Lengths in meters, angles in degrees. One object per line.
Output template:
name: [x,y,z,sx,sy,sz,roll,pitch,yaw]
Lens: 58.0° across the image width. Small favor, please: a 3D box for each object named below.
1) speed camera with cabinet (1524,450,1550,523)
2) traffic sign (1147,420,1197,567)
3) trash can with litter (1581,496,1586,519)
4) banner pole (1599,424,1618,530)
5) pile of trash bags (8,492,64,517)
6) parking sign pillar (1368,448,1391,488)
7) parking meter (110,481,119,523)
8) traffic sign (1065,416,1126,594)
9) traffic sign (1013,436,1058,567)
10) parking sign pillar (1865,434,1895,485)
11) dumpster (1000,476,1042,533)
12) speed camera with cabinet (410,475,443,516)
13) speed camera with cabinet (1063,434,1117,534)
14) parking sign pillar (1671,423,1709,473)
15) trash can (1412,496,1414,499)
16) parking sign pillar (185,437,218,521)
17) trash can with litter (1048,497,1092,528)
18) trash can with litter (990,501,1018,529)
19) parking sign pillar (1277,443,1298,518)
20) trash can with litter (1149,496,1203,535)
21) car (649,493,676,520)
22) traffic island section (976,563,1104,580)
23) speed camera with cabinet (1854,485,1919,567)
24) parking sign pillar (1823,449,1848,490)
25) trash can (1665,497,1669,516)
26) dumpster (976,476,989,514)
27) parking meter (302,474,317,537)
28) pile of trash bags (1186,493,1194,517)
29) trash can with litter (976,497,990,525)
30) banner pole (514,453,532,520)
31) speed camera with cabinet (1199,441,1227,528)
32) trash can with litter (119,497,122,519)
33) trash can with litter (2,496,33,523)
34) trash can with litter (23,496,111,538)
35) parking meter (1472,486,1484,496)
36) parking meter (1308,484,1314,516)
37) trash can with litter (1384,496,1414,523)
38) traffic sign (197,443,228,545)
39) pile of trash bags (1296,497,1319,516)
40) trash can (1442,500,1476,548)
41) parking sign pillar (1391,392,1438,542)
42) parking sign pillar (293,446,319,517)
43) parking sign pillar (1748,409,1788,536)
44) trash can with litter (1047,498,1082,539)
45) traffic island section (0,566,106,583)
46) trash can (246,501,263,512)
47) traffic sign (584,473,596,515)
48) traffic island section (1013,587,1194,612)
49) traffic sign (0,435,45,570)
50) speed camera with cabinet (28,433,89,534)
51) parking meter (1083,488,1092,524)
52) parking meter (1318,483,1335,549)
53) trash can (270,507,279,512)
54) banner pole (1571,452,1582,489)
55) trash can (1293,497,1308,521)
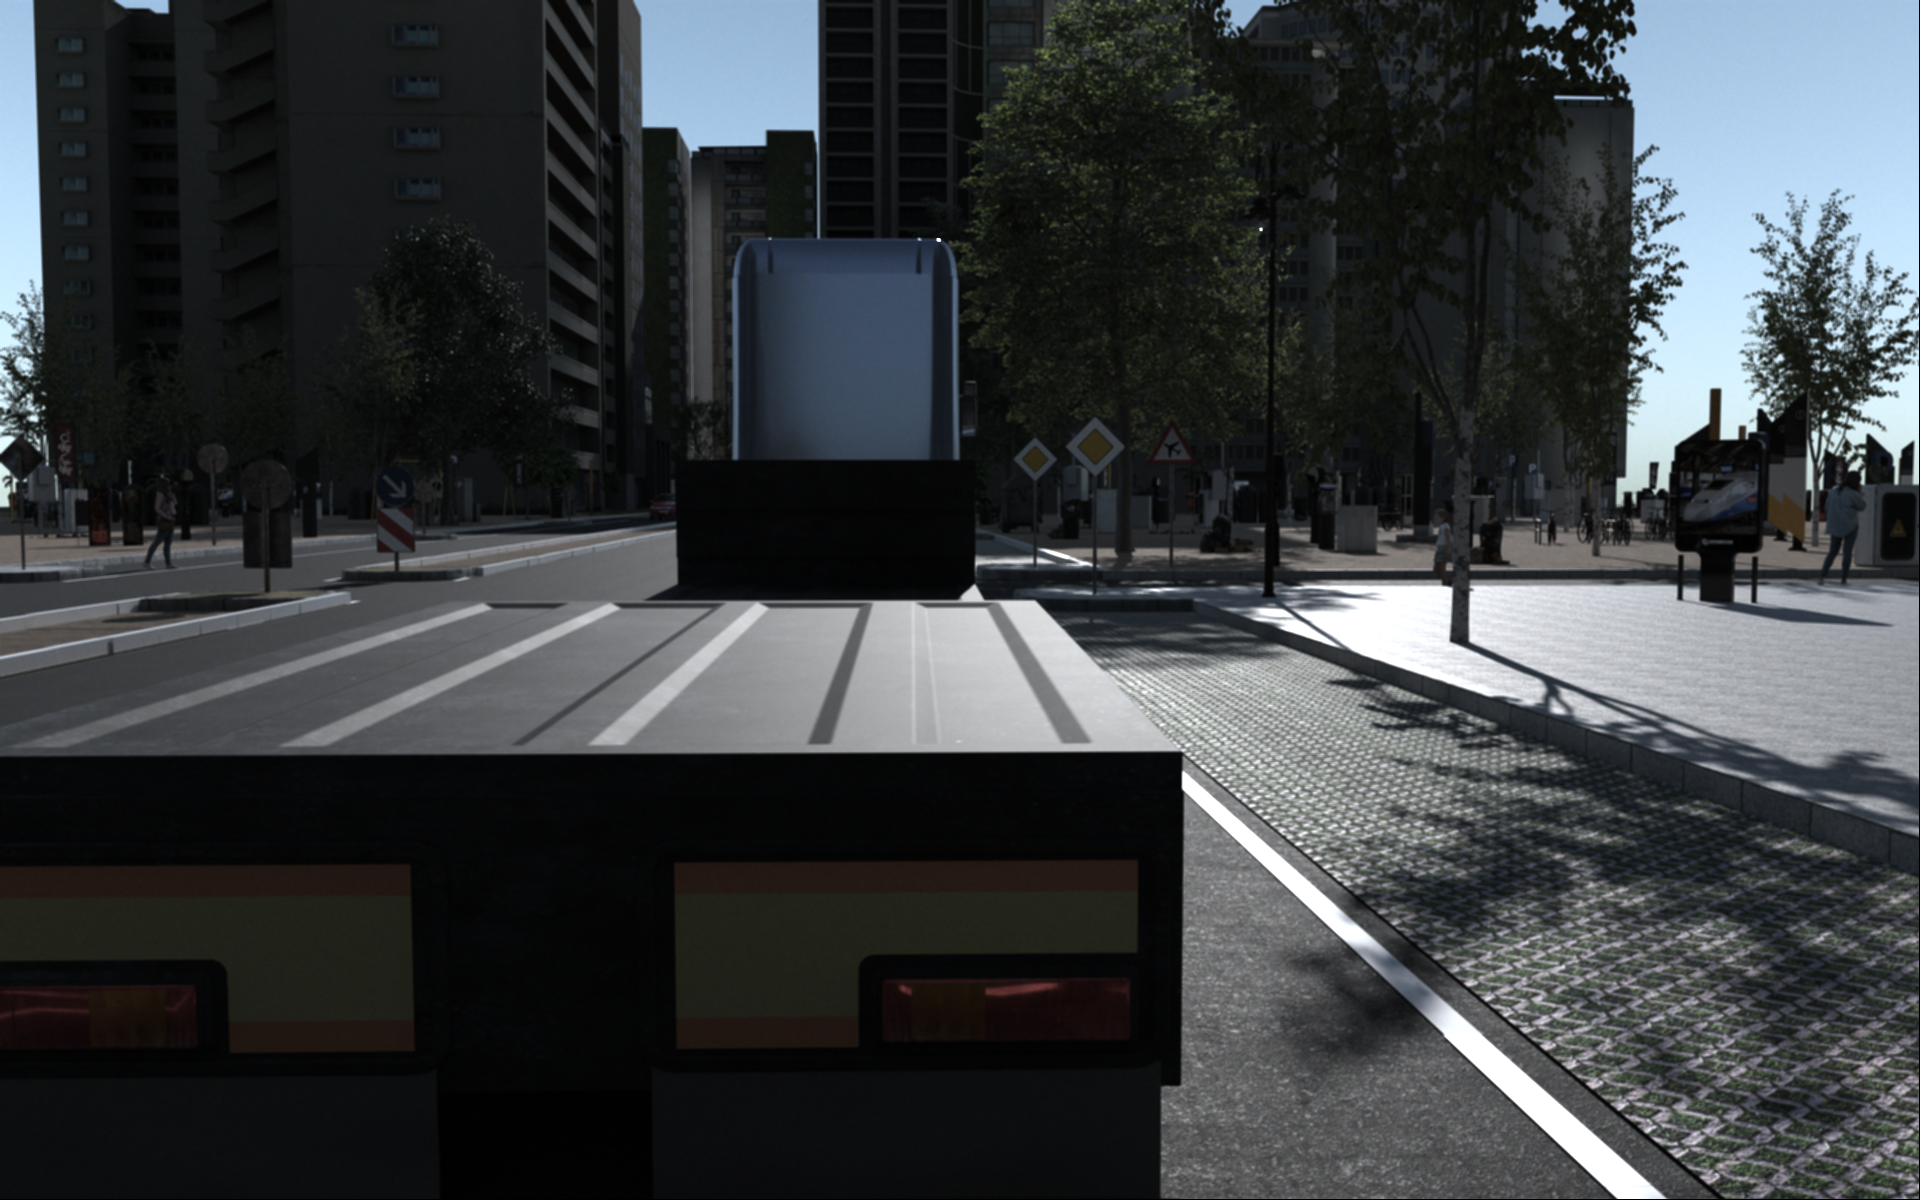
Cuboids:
speed camera with cabinet: [26.404,-5.134,78.271,2.038,3.252,0.660,-2,4,-32]
traffic sign: [3.732,-1.868,30.540,0.884,2.594,0.081,0,4,0]
trash can with litter: [31.847,-4.704,88.290,0.624,1.170,1.055,0,4,5]
banner pole: [22.978,-4.380,61.637,0.863,3.779,0.401,0,4,-7]
pile of trash bags: [-51.290,-5.257,95.700,3.447,1.369,1.912,1,4,22]
parking sign pillar: [23.244,-6.561,95.740,1.447,3.967,1.447,0,4,-5]
parking meter: [-38.156,-4.433,78.197,0.255,1.863,0.399,-3,5,-40]
traffic sign: [1.735,-1.141,22.291,0.795,2.450,0.064,0,4,-3]
traffic sign: [1.311,-1.628,30.264,0.795,2.450,0.064,0,4,-3]
parking sign pillar: [41.213,-5.451,77.602,1.447,3.967,1.447,-1,4,-20]
dumpster: [2.025,-3.143,57.147,1.264,1.857,1.865,0,4,-3]
speed camera with cabinet: [-30.954,-6.462,99.993,2.038,3.252,0.660,-1,4,-20]
speed camera with cabinet: [4.397,-3.800,56.464,2.038,3.252,0.660,2,4,29]
parking sign pillar: [27.676,-4.719,65.630,1.447,3.967,1.447,0,4,-1]
trash can: [27.529,-5.695,104.763,0.748,1.137,0.748,0,3,0]
parking sign pillar: [-35.942,-5.719,81.971,1.447,3.967,1.447,3,5,40]
trash can with litter: [4.390,-3.313,65.224,2.233,1.210,1.678,2,4,35]
trash can with litter: [1.713,-3.155,62.967,0.624,1.170,1.055,-2,4,-27]
parking sign pillar: [17.261,-6.310,91.647,1.447,3.967,1.447,2,4,34]
trash can with litter: [6.987,-2.741,55.872,2.233,1.210,1.678,-1,4,-23]
car: [-16.089,-5.325,96.097,2.155,1.783,4.494,0,4,-1]
traffic island section: [1.334,-0.493,30.343,2.009,0.180,2.903,0,4,-3]
speed camera with cabinet: [16.961,-2.220,30.634,2.038,3.252,0.660,0,4,-8]
parking sign pillar: [51.781,-6.968,102.396,1.447,3.967,1.447,1,4,22]
trash can: [41.397,-5.454,100.820,0.748,1.137,0.748,0,3,0]
dumpster: [0.621,-4.962,83.620,1.502,2.255,1.985,0,4,-3]
parking meter: [-19.312,-2.795,51.402,0.399,1.863,0.255,2,4,32]
pile of trash bags: [14.564,-5.489,99.497,3.447,1.369,1.912,-1,4,-19]
trash can with litter: [1.119,-3.684,71.613,0.624,1.170,1.055,2,4,34]
banner pole: [-21.735,-5.874,86.051,0.863,3.779,0.401,-1,4,-15]
speed camera with cabinet: [9.593,-4.373,65.833,0.660,3.252,2.038,0,4,-6]
trash can with litter: [-42.770,-4.655,87.162,1.678,1.210,2.233,0,4,4]
trash can with litter: [-41.748,-4.013,76.663,1.678,1.210,2.233,-1,4,-14]
trash can with litter: [-26.394,-2.465,51.357,2.233,1.210,1.678,-2,4,-34]
parking meter: [17.336,-3.031,57.975,0.372,1.533,0.369,0,3,0]
parking meter: [20.203,-5.739,99.539,0.399,1.863,0.255,-3,5,-43]
trash can with litter: [19.821,-4.085,77.844,2.233,1.210,1.678,1,4,22]
traffic sign: [-18.711,-2.647,43.378,0.768,2.556,0.104,0,4,-1]
pile of trash bags: [19.742,-5.634,101.868,3.447,1.369,1.912,-2,4,-33]
trash can: [11.128,-1.649,38.616,0.748,1.137,0.748,0,3,0]
parking sign pillar: [12.482,-3.551,46.531,1.447,3.967,1.447,1,4,20]
parking sign pillar: [-36.442,-6.611,96.557,1.447,3.967,1.447,-3,4,-37]
parking sign pillar: [25.060,-4.008,54.006,1.447,3.967,1.447,0,4,-1]
trash can with litter: [2.951,-2.327,49.426,1.055,1.170,0.624,3,5,41]
traffic island section: [-15.933,-0.437,29.433,2.009,0.180,2.903,0,4,-3]
trash can: [-32.045,-4.092,78.552,0.748,1.137,0.748,0,3,0]
traffic sign: [-22.381,-6.396,104.686,0.768,2.556,0.104,0,4,5]
traffic island section: [1.758,-0.005,22.369,2.009,0.180,2.903,0,4,-3]
traffic sign: [-15.910,-1.574,29.372,0.795,2.450,0.064,0,4,-3]
speed camera with cabinet: [-29.298,-3.812,56.667,2.038,3.252,0.660,-3,5,-43]
parking meter: [5.464,-4.014,74.037,0.372,1.533,0.369,0,3,0]
parking meter: [8.540,-1.951,40.302,0.372,1.533,0.369,0,3,0]
trash can: [-31.697,-4.171,79.844,0.748,1.137,0.748,0,3,0]
banner pole: [36.552,-6.901,102.849,0.863,3.779,0.401,0,4,-6]
trash can: [16.322,-4.361,82.960,0.748,1.137,0.748,0,3,0]
